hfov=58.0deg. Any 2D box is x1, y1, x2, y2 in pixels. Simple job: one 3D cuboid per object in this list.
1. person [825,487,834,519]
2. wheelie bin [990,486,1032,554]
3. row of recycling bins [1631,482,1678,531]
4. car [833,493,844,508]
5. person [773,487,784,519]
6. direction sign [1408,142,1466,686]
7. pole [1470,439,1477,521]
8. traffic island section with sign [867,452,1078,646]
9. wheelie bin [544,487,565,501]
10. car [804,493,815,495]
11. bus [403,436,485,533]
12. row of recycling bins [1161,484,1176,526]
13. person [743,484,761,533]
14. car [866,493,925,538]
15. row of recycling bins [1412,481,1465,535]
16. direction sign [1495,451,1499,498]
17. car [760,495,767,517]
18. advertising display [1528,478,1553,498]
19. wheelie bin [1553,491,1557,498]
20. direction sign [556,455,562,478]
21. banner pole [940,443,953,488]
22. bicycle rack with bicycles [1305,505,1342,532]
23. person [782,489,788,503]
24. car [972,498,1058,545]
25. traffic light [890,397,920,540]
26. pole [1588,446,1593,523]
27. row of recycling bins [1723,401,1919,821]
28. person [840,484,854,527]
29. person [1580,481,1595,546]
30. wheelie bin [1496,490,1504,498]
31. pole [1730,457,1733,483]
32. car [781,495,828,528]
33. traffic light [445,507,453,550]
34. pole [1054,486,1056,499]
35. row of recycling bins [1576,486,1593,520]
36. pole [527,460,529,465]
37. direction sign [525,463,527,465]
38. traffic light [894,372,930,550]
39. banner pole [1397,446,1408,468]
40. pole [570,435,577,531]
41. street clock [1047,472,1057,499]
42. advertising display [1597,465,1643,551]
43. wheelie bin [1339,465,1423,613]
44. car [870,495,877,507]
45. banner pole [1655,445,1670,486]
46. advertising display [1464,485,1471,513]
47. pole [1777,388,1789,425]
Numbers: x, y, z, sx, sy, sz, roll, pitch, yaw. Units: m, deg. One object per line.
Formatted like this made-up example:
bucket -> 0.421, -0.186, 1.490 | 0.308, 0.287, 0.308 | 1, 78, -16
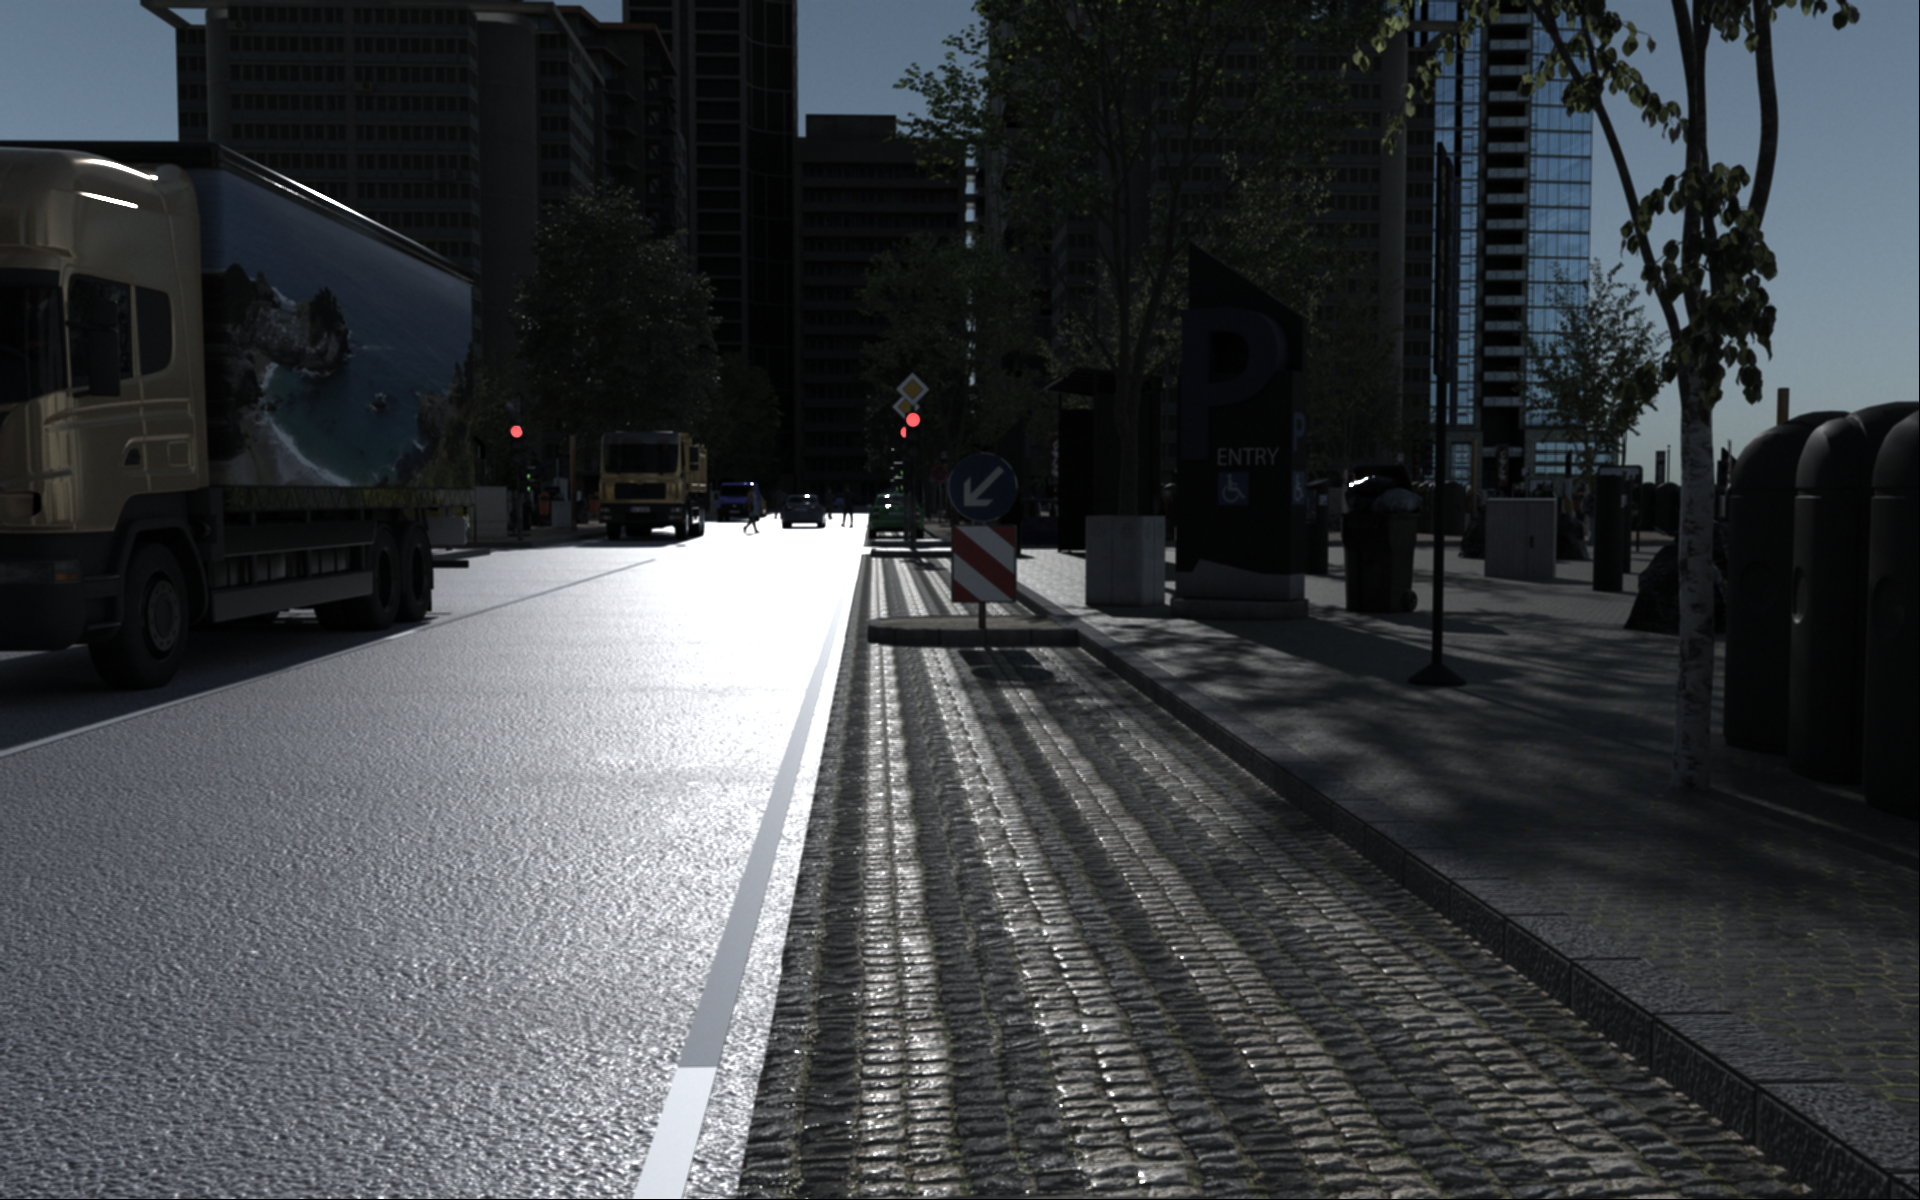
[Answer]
person -> -7.495, -5.563, 99.422 | 0.622, 1.834, 0.822 | 2, 4, 28
wheelie bin -> 0.997, -1.795, 37.251 | 0.693, 1.594, 0.980 | -1, 4, -18
row of recycling bins -> 24.391, -3.257, 60.372 | 1.069, 1.692, 3.534 | -2, 4, -30
car -> -11.867, -10.088, 174.531 | 1.945, 1.707, 3.694 | 0, 4, -2
person -> -10.576, -5.676, 101.113 | 0.655, 1.846, 0.447 | -1, 4, -11
direction sign -> 3.233, -1.201, 11.640 | 0.379, 3.537, 0.876 | 1, 4, 21
pole -> 19.213, -4.338, 64.768 | 0.158, 3.312, 0.155 | 0, 3, 0
traffic island section with sign -> 0.075, -0.526, 17.222 | 1.989, 1.847, 2.006 | 0, 4, -3
wheelie bin -> -17.020, -3.946, 72.419 | 0.980, 1.594, 0.693 | 0, 4, -7
car -> -16.480, -11.028, 189.904 | 1.945, 1.707, 3.694 | 0, 4, -3
bus -> -18.423, -3.178, 43.513 | 12.252, 3.916, 2.896 | 0, 4, -4
row of recycling bins -> 8.193, -3.919, 71.192 | 1.069, 1.692, 3.534 | -1, 4, -14
person -> -7.622, -3.340, 63.205 | 0.778, 1.811, 0.616 | 2, 4, 27
car -> -2.110, -2.944, 56.937 | 1.959, 1.807, 4.718 | 0, 4, -3
row of recycling bins -> 15.381, -2.952, 55.380 | 1.069, 1.692, 3.534 | 0, 4, 2
direction sign -> 28.493, -6.098, 91.701 | 0.379, 3.537, 0.876 | 0, 4, -3
car -> -13.013, -5.970, 107.828 | 2.015, 1.641, 3.980 | 0, 4, -2
advertising display -> 23.742, -4.014, 70.842 | 0.974, 1.923, 0.123 | 1, 4, 8
wheelie bin -> 38.998, -6.512, 114.386 | 0.693, 1.594, 0.980 | 3, 4, 37
direction sign -> -23.505, -6.704, 101.605 | 0.379, 3.537, 0.876 | -3, 4, -36
banner pole -> -0.590, -5.799, 84.833 | 0.863, 3.779, 0.401 | 1, 4, 20
bicycle rack with bicycles -> 12.092, -2.738, 58.152 | 2.925, 0.926, 2.852 | -1, 4, -13
person -> -12.988, -7.310, 128.007 | 1.348, 1.826, 0.705 | 3, 4, 37
car -> 2.194, -1.864, 43.055 | 3.894, 1.354, 1.945 | 0, 4, -2
traffic light -> -1.506, -3.612, 47.972 | 0.839, 4.253, 0.868 | 0, 4, -3
pole -> 26.854, -4.896, 73.887 | 0.158, 3.312, 0.155 | 0, 3, 0
row of recycling bins -> 4.231, -0.015, 7.351 | 1.069, 1.692, 3.534 | 0, 4, 3
person -> -4.942, -4.129, 75.778 | 0.659, 1.850, 0.755 | -3, 4, -38
person -> 16.486, -2.210, 44.975 | 0.721, 1.781, 0.623 | 3, 5, 42
wheelie bin -> 37.326, -6.867, 120.178 | 0.693, 1.594, 0.980 | 3, 5, 40
pole -> 42.250, -6.190, 95.046 | 0.158, 3.312, 0.155 | 0, 3, 0
car -> -6.726, -3.837, 74.739 | 2.014, 1.417, 4.499 | 0, 4, -2
traffic light -> -11.654, -3.091, 39.456 | 0.839, 4.253, 0.868 | 0, 4, -3
pole -> 4.342, -5.266, 79.940 | 0.158, 3.312, 0.155 | 0, 3, 0
row of recycling bins -> 30.944, -4.687, 83.737 | 1.069, 1.692, 3.534 | -1, 4, -11
pole -> -25.862, -6.711, 103.574 | 0.158, 3.312, 0.155 | 0, 3, 0
direction sign -> -23.562, -6.172, 92.903 | 0.876, 3.537, 0.379 | 2, 4, 24
traffic light -> -1.107, -3.124, 39.997 | 0.839, 4.253, 0.868 | 0, 4, -3
banner pole -> 23.074, -6.132, 90.268 | 0.863, 3.779, 0.401 | -2, 4, -24
pole -> -13.368, -4.038, 59.870 | 0.158, 3.312, 0.155 | 0, 3, 0
street clock -> 3.037, -3.198, 56.858 | 0.358, 2.002, 0.471 | -1, 4, -13
advertising display -> 14.822, -2.063, 38.942 | 0.974, 1.923, 0.123 | 3, 5, 40
wheelie bin -> 4.582, -0.670, 18.855 | 0.693, 1.594, 0.980 | -3, 5, -44
car -> -6.594, -8.126, 145.442 | 1.945, 1.354, 3.894 | 0, 4, -1
banner pole -> 35.959, -6.026, 88.544 | 0.863, 3.779, 0.401 | 0, 4, 8
advertising display -> 34.784, -6.936, 118.624 | 0.123, 1.923, 0.974 | 3, 4, 38
pole -> 15.838, -2.420, 33.408 | 0.158, 3.312, 0.155 | 0, 3, 0
